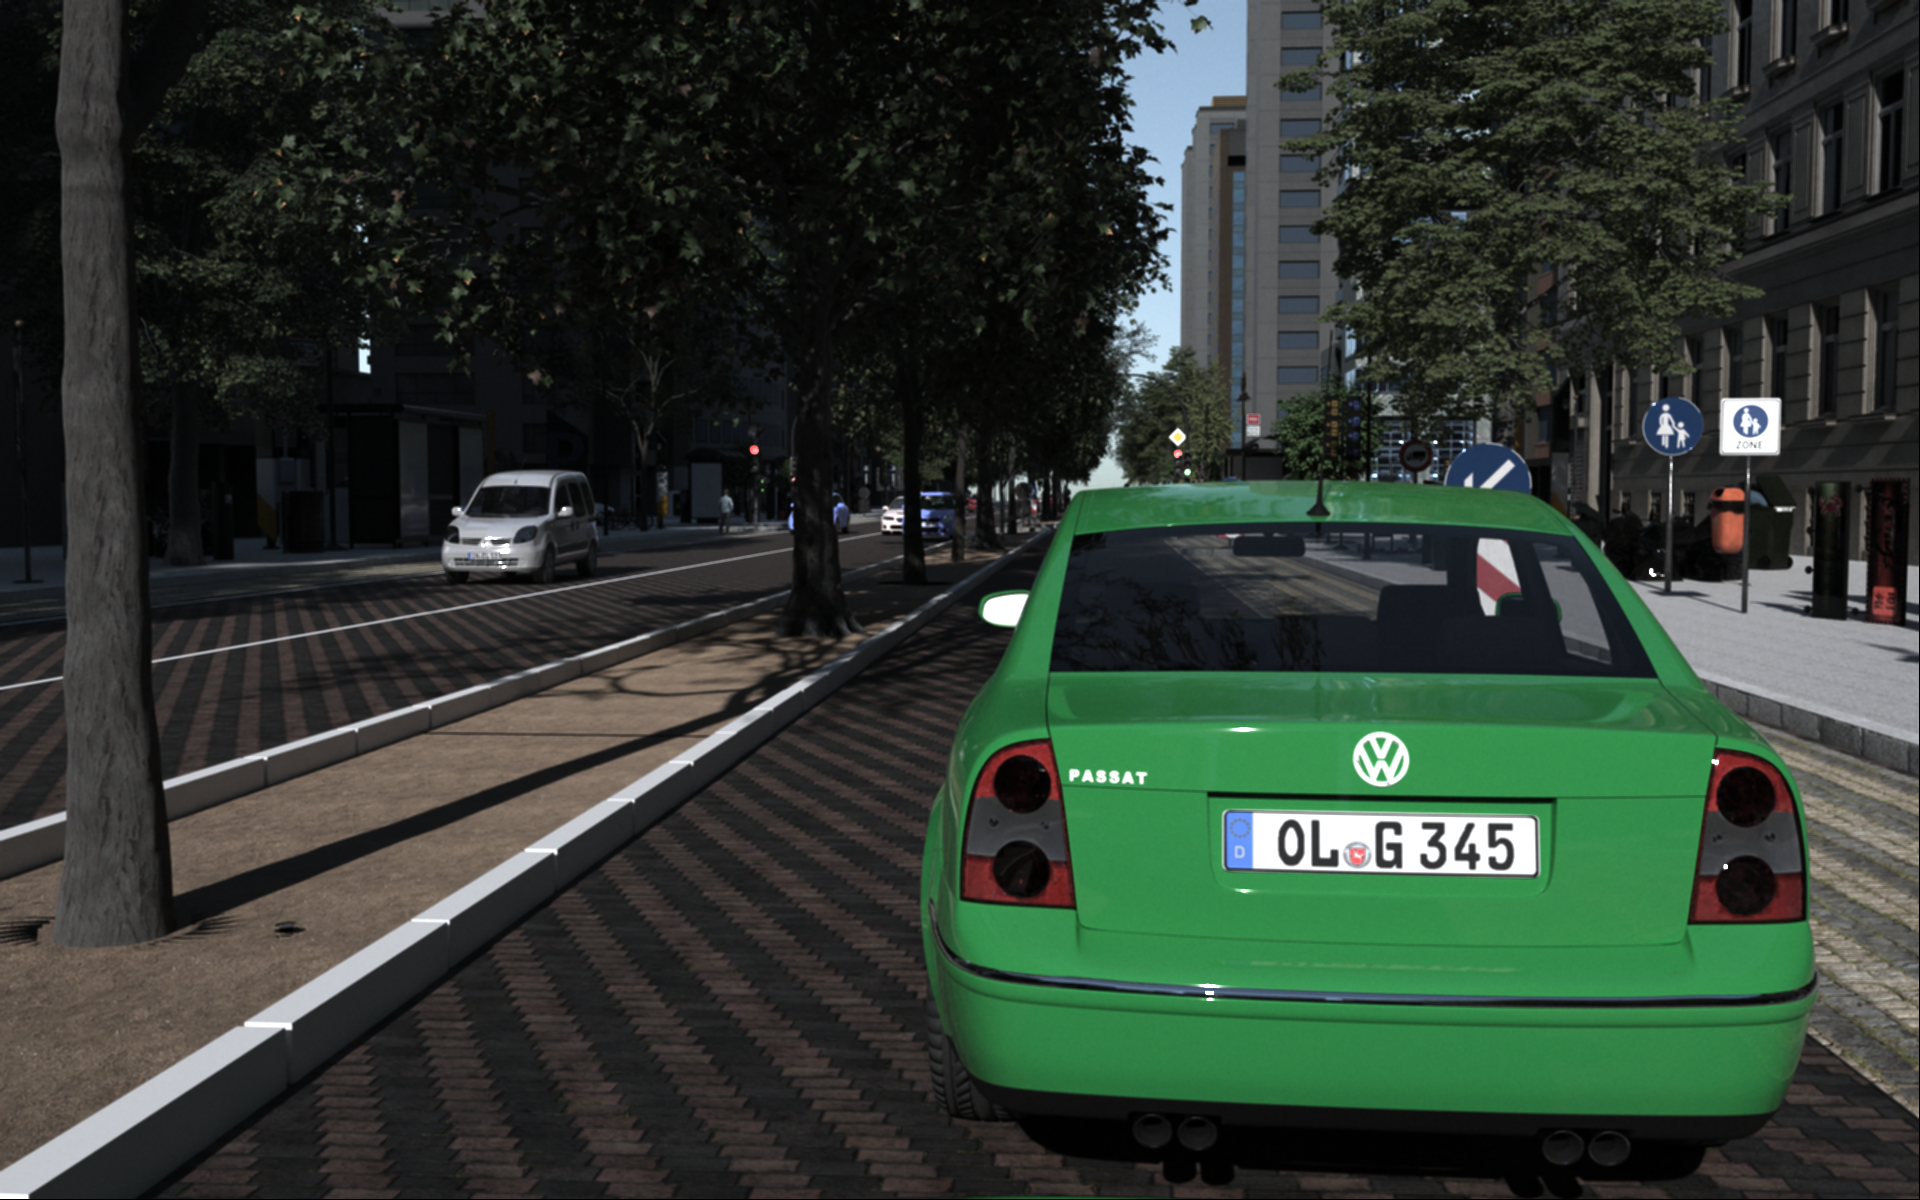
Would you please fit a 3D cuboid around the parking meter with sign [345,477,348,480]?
[{"bbox_3d":[-27.824,-5.090,79.485,1.738,3.016,0.543,3,5,42],"label":"parking meter with sign"}]

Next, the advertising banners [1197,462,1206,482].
[{"bbox_3d":[14.119,-6.097,95.877,2.074,3.025,0.090,0,4,6],"label":"advertising banners"}]

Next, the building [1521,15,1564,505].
[{"bbox_3d":[42.959,-26.561,88.897,28.867,44.769,22.147,0,4,5],"label":"building"}]

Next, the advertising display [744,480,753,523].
[{"bbox_3d":[-9.526,-4.466,78.235,0.123,1.923,0.974,1,4,9],"label":"advertising display"}]

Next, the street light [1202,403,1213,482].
[{"bbox_3d":[12.313,-6.953,86.465,0.468,5.910,1.993,0,4,5],"label":"street light"}]

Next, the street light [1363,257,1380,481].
[{"bbox_3d":[7.988,-3.733,33.828,0.468,5.910,1.993,0,4,5],"label":"street light"}]

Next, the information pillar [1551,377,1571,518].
[{"bbox_3d":[11.956,-2.637,34.475,0.504,3.616,0.183,-3,4,-39],"label":"information pillar"}]

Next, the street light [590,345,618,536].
[{"bbox_3d":[-10.974,-4.937,53.501,0.468,5.910,1.993,0,4,5],"label":"street light"}]

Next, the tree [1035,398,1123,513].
[{"bbox_3d":[7.424,-13.485,129.593,9.857,13.997,8.962,0,3,0],"label":"tree"}]

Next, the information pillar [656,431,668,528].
[{"bbox_3d":[-11.123,-4.480,64.596,0.504,3.616,0.183,2,4,32],"label":"information pillar"}]

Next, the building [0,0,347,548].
[{"bbox_3d":[-34.093,-24.019,47.338,28.867,44.769,22.147,0,4,5],"label":"building"}]

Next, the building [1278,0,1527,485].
[{"bbox_3d":[36.840,-49.894,128.431,22.319,86.520,31.000,0,4,5],"label":"building"}]

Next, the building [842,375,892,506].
[{"bbox_3d":[-22.642,-20.507,180.331,27.650,21.520,28.899,0,4,5],"label":"building"}]

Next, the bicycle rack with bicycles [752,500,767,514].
[{"bbox_3d":[-12.102,-6.065,112.543,2.925,0.926,2.852,1,4,16],"label":"bicycle rack with bicycles"}]

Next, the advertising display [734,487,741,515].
[{"bbox_3d":[-13.554,-6.131,105.454,0.123,1.923,0.974,1,4,12],"label":"advertising display"}]

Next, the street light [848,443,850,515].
[{"bbox_3d":[-6.779,-8.118,105.511,0.468,5.910,1.993,0,4,5],"label":"street light"}]

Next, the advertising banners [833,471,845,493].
[{"bbox_3d":[-9.829,-8.409,133.676,2.074,3.025,0.090,-1,4,-19],"label":"advertising banners"}]

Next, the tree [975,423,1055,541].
[{"bbox_3d":[1.272,-6.065,51.975,4.360,8.622,3.978,0,3,0],"label":"tree"}]

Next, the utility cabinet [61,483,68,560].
[{"bbox_3d":[-17.174,-1.545,33.942,0.318,1.500,1.173,0,4,-4],"label":"utility cabinet"}]

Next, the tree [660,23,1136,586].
[{"bbox_3d":[-0.813,-6.047,27.079,9.928,11.665,9.643,0,3,0],"label":"tree"}]

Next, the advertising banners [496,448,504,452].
[{"bbox_3d":[-17.606,-4.193,64.742,0.090,3.025,2.074,1,4,18],"label":"advertising banners"}]

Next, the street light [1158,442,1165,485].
[{"bbox_3d":[17.435,-10.706,147.827,0.468,5.910,1.993,0,4,5],"label":"street light"}]

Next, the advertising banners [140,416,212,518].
[{"bbox_3d":[-17.789,-2.626,39.123,0.090,3.025,2.074,3,5,43],"label":"advertising banners"}]

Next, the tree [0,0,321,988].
[{"bbox_3d":[-2.756,-5.659,5.357,12.009,13.543,11.850,0,3,0],"label":"tree"}]

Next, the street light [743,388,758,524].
[{"bbox_3d":[-9.139,-6.267,75.248,0.468,5.910,1.993,0,4,5],"label":"street light"}]

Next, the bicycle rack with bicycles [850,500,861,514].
[{"bbox_3d":[-7.223,-5.931,110.353,2.852,0.926,2.925,1,4,10],"label":"bicycle rack with bicycles"}]

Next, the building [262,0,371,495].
[{"bbox_3d":[-50.435,-31.114,97.952,27.495,52.752,28.713,0,4,5],"label":"building"}]

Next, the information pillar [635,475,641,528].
[{"bbox_3d":[-12.131,-3.746,65.736,0.304,2.012,0.304,1,4,22],"label":"information pillar"}]

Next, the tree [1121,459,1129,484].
[{"bbox_3d":[27.884,-21.055,262.378,7.486,12.596,7.792,0,3,0],"label":"tree"}]

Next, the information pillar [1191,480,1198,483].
[{"bbox_3d":[12.004,-5.151,88.703,0.304,2.012,0.304,2,4,29],"label":"information pillar"}]

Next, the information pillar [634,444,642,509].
[{"bbox_3d":[-14.986,-5.460,80.631,0.183,3.616,0.504,2,4,32],"label":"information pillar"}]

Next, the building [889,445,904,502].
[{"bbox_3d":[-13.983,-31.622,200.608,14.154,41.232,14.086,0,4,5],"label":"building"}]

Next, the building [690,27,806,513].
[{"bbox_3d":[-23.741,-35.636,124.643,21.231,58.520,28.212,0,4,5],"label":"building"}]

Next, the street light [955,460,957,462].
[{"bbox_3d":[-0.335,-12.889,183.519,0.468,5.910,1.993,0,4,5],"label":"street light"}]

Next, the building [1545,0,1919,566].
[{"bbox_3d":[25.167,-12.669,40.416,16.112,22.955,30.059,0,4,5],"label":"building"}]

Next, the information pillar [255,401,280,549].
[{"bbox_3d":[-16.119,-2.991,40.257,0.504,3.616,0.183,1,4,17],"label":"information pillar"}]

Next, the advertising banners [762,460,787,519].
[{"bbox_3d":[-9.090,-5.658,88.693,2.074,3.025,0.090,0,4,-3],"label":"advertising banners"}]

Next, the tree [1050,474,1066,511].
[{"bbox_3d":[8.755,-11.811,145.932,4.737,8.622,4.395,0,3,0],"label":"tree"}]

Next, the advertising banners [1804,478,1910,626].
[{"bbox_3d":[9.105,-1.272,16.991,0.090,3.025,2.074,-1,4,-14],"label":"advertising banners"}]

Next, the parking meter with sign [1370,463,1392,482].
[{"bbox_3d":[23.191,-6.143,96.698,1.738,3.016,0.543,1,4,17],"label":"parking meter with sign"}]

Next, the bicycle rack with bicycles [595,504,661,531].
[{"bbox_3d":[-12.040,-2.966,61.880,2.925,0.926,2.852,-2,4,-29],"label":"bicycle rack with bicycles"}]

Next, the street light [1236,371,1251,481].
[{"bbox_3d":[10.612,-5.638,64.961,0.468,5.910,1.993,0,4,5],"label":"street light"}]

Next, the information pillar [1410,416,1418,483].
[{"bbox_3d":[11.901,-3.308,45.439,0.183,3.616,0.504,2,4,28],"label":"information pillar"}]

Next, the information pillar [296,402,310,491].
[{"bbox_3d":[-15.346,-3.004,40.475,0.183,3.616,0.504,0,4,6],"label":"information pillar"}]

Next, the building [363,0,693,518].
[{"bbox_3d":[-23.445,-19.851,96.271,14.160,30.474,14.107,0,4,5],"label":"building"}]

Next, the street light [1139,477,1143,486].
[{"bbox_3d":[25.381,-16.633,244.736,0.468,5.910,1.993,0,4,5],"label":"street light"}]

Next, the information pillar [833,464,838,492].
[{"bbox_3d":[-9.735,-8.766,134.675,0.504,3.616,0.183,0,4,-7],"label":"information pillar"}]

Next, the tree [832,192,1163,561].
[{"bbox_3d":[-0.104,-6.067,36.066,8.767,10.594,7.601,0,4,5],"label":"tree"}]

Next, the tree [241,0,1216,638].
[{"bbox_3d":[-1.475,-5.979,17.216,9.611,12.733,9.660,0,3,0],"label":"tree"}]
